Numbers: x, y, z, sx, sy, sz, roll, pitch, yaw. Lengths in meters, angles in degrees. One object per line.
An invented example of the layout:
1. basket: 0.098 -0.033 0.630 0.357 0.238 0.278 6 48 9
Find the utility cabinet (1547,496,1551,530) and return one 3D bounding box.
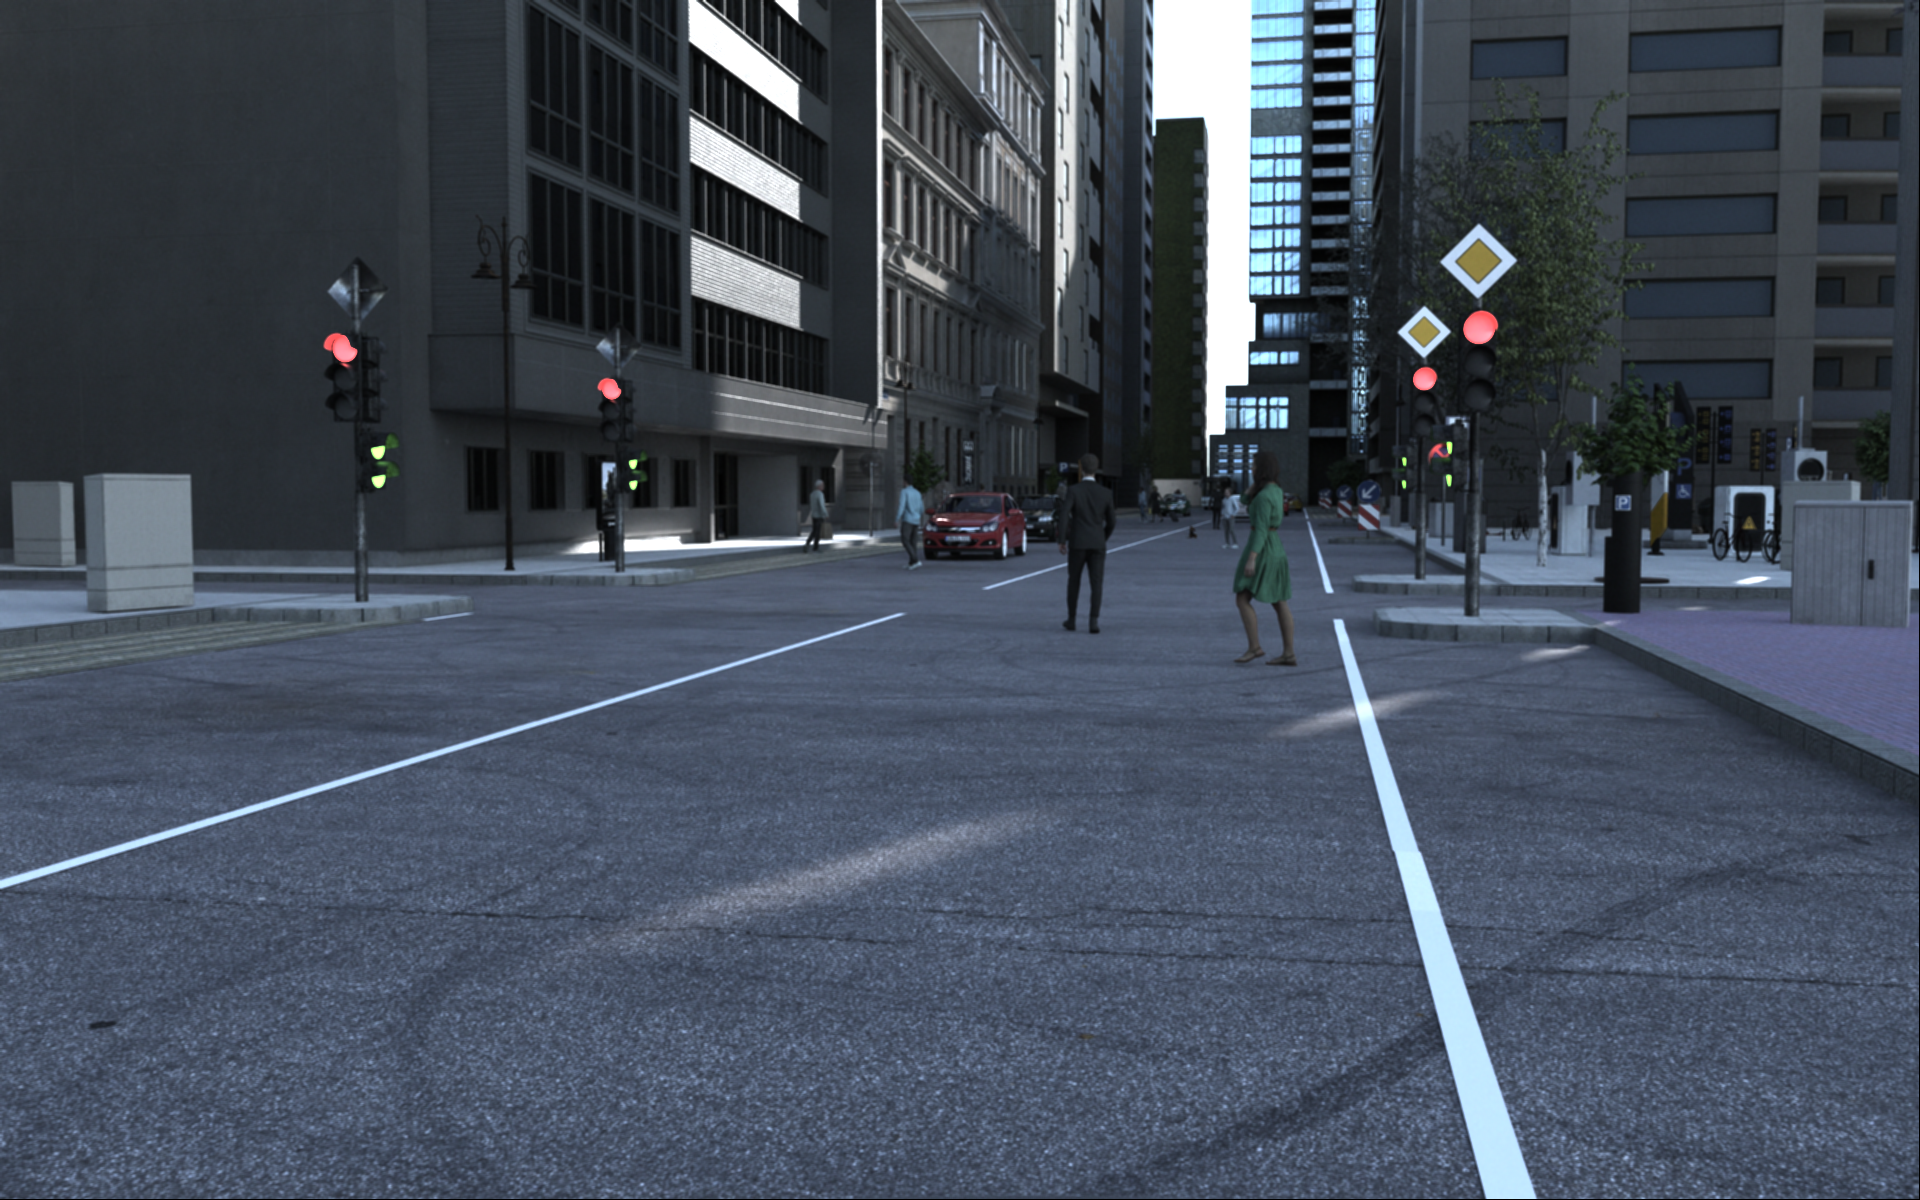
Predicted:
1. utility cabinet: 21.138 -3.060 61.191 1.020 1.237 0.306 1 4 20

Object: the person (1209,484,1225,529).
1. person: 10.472 -3.809 70.554 0.659 1.850 0.755 1 4 11

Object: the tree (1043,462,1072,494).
1. tree: 5.602 -6.579 102.161 1.663 3.219 1.824 0 3 0

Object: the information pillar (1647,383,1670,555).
1. information pillar: 14.642 -2.745 36.231 0.183 3.616 0.504 -1 4 -10

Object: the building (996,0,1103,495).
1. building: -4.992 -32.343 118.051 28.713 52.752 27.495 1 4 11

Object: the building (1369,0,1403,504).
1. building: 43.662 -31.326 135.878 21.300 48.544 21.600 1 4 11

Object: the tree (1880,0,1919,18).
1. tree: 6.876 -5.981 8.166 12.009 13.543 11.850 0 3 0

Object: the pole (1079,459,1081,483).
1. pole: 7.025 -6.583 101.477 0.158 3.312 0.155 0 3 0

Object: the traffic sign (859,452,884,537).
1. traffic sign: -2.673 -3.177 52.048 0.768 2.556 0.104 1 4 13

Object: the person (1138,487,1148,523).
1. person: 9.156 -4.767 86.704 0.793 1.790 0.793 -3 5 -41

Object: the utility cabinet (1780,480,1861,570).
1. utility cabinet: 14.252 -1.224 28.698 0.318 1.500 1.173 -2 4 -34

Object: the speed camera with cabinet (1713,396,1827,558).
1. speed camera with cabinet: 16.367 -2.485 34.970 2.038 3.252 0.660 0 4 -3

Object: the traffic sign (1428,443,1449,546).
1. traffic sign: 11.957 -2.611 42.801 0.768 2.556 0.104 1 4 15

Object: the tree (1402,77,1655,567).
1. tree: 10.130 -4.888 30.283 4.737 8.622 4.395 0 3 0

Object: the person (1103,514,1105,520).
1. person: 7.725 -5.267 94.428 0.447 1.846 0.655 0 4 5

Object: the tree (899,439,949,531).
1. tree: -1.196 -4.039 60.632 1.663 3.219 1.824 0 3 0

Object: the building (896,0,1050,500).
1. building: -3.322 -18.657 90.947 13.634 28.700 20.117 1 4 11

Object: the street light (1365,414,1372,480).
1. street light: 23.144 -7.672 98.230 0.468 5.910 1.993 1 4 11

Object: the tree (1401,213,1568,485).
1. tree: 13.467 -5.802 45.226 4.360 8.622 3.978 0 3 0

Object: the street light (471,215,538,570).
1. street light: -7.588 -3.438 29.005 0.468 5.910 1.993 1 4 11

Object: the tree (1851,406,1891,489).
1. tree: 32.639 -4.680 60.230 4.285 4.588 4.351 0 3 0

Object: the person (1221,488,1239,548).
1. person: 7.117 -2.176 45.883 0.330 1.601 0.589 -2 4 -32

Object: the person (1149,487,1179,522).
1. person: 10.308 -4.856 88.110 1.509 1.804 0.699 2 4 32

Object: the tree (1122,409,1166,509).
1. tree: 15.848 -12.137 148.796 4.737 8.622 4.395 0 3 0

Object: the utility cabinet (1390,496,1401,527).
1. utility cabinet: 16.952 -3.440 67.407 0.306 1.237 1.020 0 4 7

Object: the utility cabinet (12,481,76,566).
1. utility cabinet: -16.175 -1.340 30.592 1.173 1.500 0.318 1 4 23

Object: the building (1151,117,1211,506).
1. building: 20.395 -31.104 192.143 14.086 41.232 14.154 1 4 11

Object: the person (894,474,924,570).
1. person: -0.926 -1.499 33.020 0.620 1.820 0.660 2 4 35

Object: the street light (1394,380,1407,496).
1. street light: 17.506 -5.887 69.042 0.468 5.910 1.993 1 4 11

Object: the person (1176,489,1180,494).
1. person: 18.235 -8.356 145.051 1.348 1.831 0.705 3 4 38

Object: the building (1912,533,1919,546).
1. building: 36.011 -29.951 31.692 28.212 58.520 21.231 1 4 11

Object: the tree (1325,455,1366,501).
1. tree: 32.579 -9.957 146.507 4.285 4.588 4.351 0 3 0

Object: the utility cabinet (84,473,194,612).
1. utility cabinet: -9.075 -0.641 19.157 0.318 1.500 1.173 1 4 23

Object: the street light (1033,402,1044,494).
1. street light: 3.943 -6.986 87.016 0.468 5.910 1.993 1 4 11

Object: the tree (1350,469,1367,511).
1. tree: 30.853 -8.518 133.875 1.663 3.219 1.824 0 3 0

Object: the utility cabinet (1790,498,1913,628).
1. utility cabinet: 8.734 -0.356 16.978 1.020 1.237 0.306 2 4 33

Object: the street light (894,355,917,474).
1. street light: -1.812 -5.200 57.806 0.468 5.910 1.993 1 4 11

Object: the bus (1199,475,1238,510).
1. bus: 23.708 -9.975 157.958 2.948 3.499 13.247 1 4 12

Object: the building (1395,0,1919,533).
1. building: 30.376 -32.668 76.123 21.231 58.520 28.212 1 4 11

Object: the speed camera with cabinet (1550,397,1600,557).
1. speed camera with cabinet: 12.780 -2.547 35.987 0.660 3.252 2.038 0 4 7

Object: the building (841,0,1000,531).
1. building: -5.896 -14.342 70.650 11.583 22.565 21.152 1 4 11

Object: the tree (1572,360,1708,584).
1. tree: 9.703 -1.876 25.268 1.663 3.219 1.824 0 3 0

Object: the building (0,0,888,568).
1. building: -12.163 -13.820 45.024 14.314 24.678 30.058 1 4 11

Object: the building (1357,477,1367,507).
1. building: 53.134 -28.476 157.466 32.217 40.220 23.993 1 4 11

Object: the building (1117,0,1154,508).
1. building: 4.261 -38.278 167.849 28.212 58.520 21.231 1 4 11

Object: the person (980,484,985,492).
1. person: 0.759 -2.982 57.590 0.374 1.781 0.599 2 4 33

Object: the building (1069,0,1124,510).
1. building: 5.329 -29.807 137.463 14.600 45.320 14.200 1 4 11

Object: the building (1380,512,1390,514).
1. building: 43.902 -25.704 112.134 32.217 40.220 23.993 1 4 11

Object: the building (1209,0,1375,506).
1. building: 43.968 -53.715 190.919 31.000 86.520 22.319 1 4 11
